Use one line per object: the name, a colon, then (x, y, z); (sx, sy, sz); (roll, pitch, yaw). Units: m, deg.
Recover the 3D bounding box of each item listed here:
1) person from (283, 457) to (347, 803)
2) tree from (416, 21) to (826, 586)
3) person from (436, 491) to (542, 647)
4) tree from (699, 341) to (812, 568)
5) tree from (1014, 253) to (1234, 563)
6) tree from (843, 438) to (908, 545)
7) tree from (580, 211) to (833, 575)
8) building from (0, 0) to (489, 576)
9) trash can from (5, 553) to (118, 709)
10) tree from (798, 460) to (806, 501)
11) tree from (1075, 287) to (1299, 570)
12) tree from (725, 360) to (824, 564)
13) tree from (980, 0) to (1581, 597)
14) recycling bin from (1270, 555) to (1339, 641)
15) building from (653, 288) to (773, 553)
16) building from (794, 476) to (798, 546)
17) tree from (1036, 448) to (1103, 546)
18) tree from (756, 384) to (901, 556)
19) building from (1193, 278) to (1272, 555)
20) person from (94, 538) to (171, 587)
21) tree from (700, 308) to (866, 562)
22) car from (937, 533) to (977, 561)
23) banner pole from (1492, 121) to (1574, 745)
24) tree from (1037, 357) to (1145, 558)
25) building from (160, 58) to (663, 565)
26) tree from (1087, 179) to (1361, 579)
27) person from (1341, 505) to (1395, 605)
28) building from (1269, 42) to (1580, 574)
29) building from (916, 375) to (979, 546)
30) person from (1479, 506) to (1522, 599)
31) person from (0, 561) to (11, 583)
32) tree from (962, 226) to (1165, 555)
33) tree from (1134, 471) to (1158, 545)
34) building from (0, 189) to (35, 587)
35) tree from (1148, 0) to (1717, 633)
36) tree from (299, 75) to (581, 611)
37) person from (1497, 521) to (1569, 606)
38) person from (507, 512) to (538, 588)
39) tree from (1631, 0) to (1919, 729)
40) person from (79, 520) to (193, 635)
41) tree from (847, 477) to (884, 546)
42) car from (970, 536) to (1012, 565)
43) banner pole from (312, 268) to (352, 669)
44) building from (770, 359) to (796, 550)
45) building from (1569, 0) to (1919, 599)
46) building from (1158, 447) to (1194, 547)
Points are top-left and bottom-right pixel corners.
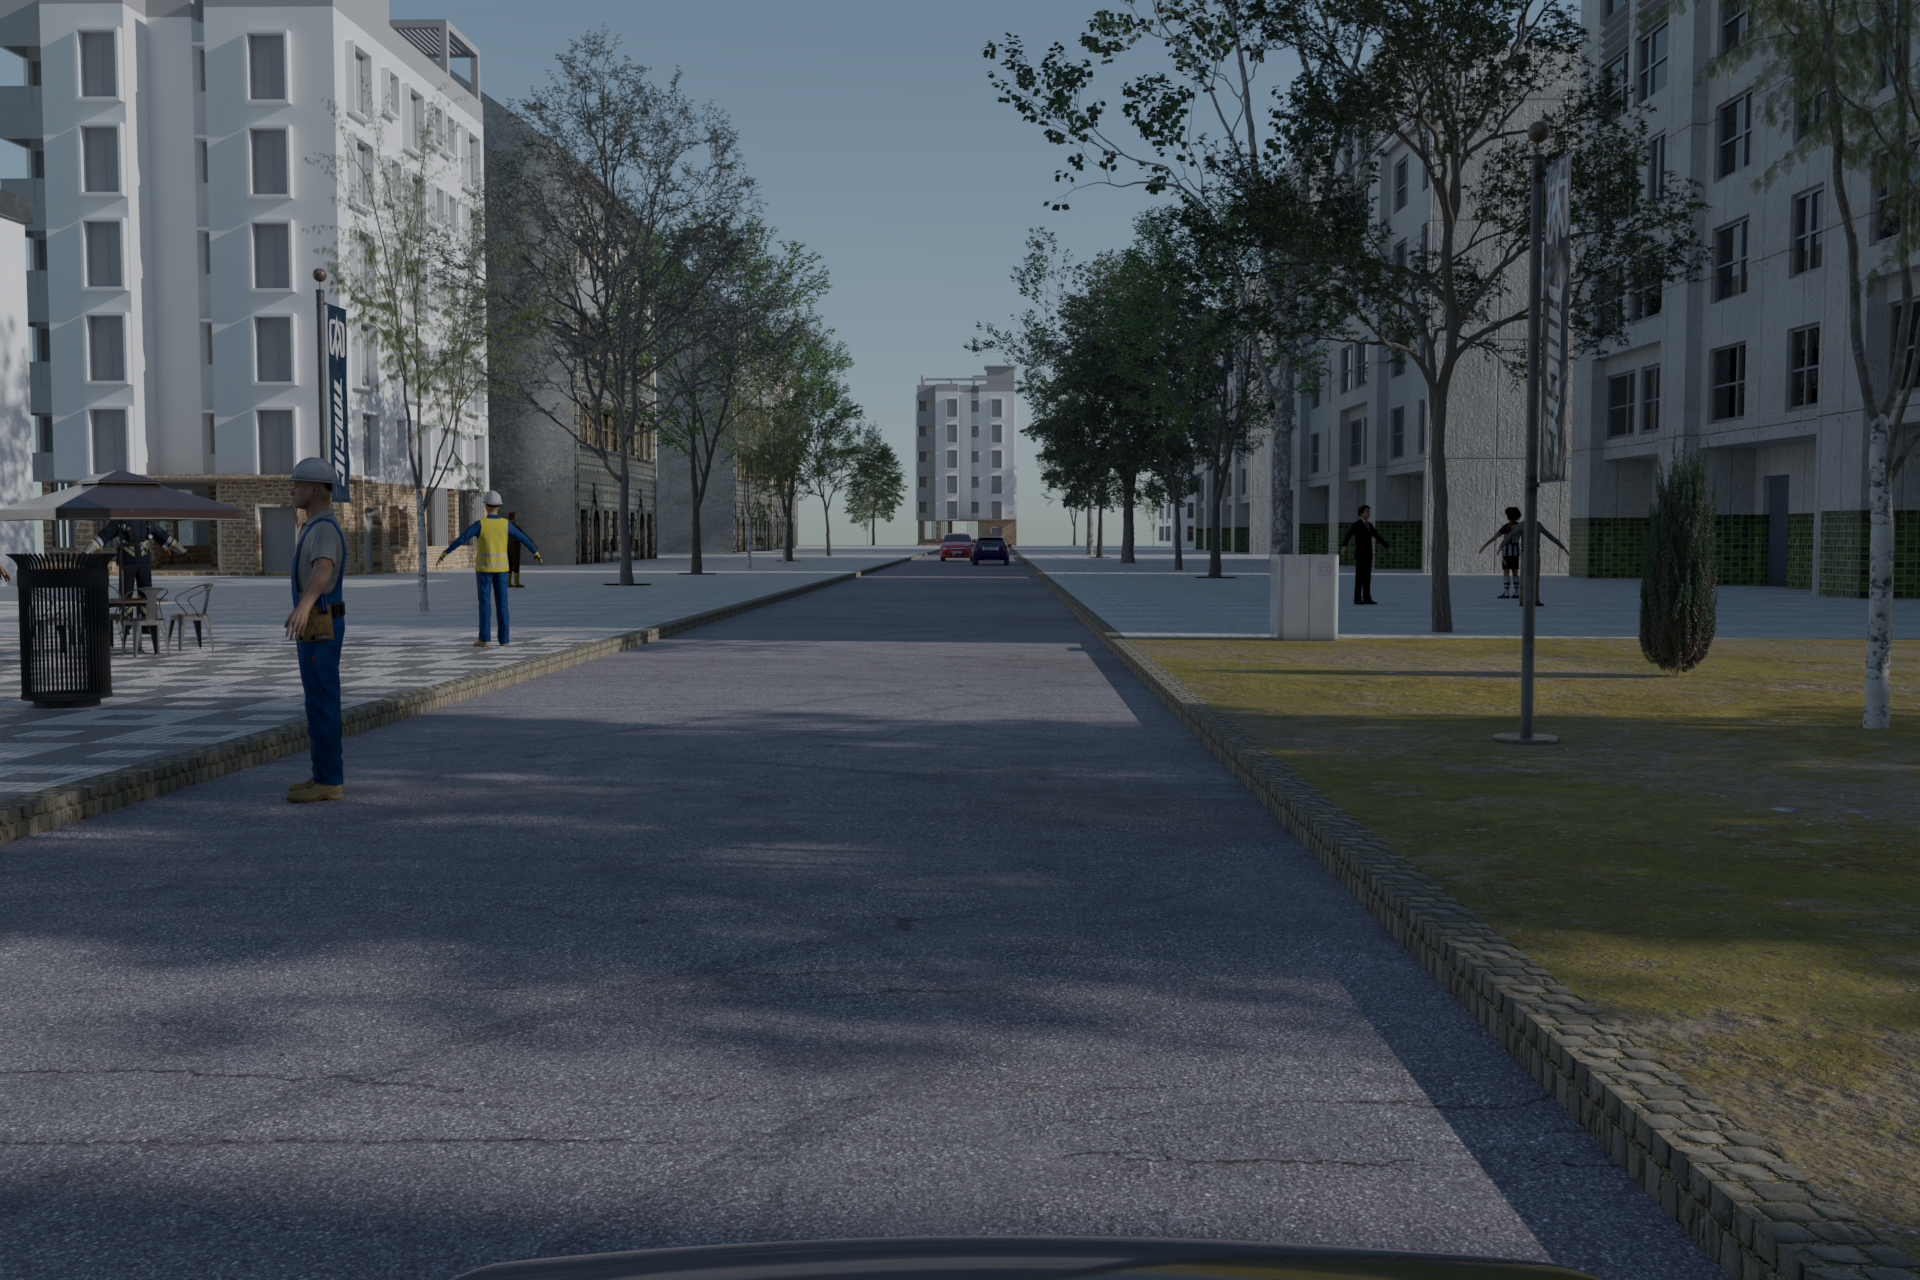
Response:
person: (-3.507, -0.066, 9.396); (0.705, 1.847, 1.347); (-1, 4, -19)
tree: (-8.449, -8.097, 42.755); (12.009, 13.543, 11.850); (0, 3, 0)
person: (-5.366, -0.816, 19.805); (1.216, 1.772, 0.721); (-2, 4, -31)
tree: (-8.099, -6.978, 64.450); (4.360, 8.622, 3.978); (0, 3, 0)
tree: (7.333, -10.380, 76.369); (9.857, 13.997, 8.962); (0, 3, 0)
tree: (-9.598, -17.239, 199.988); (7.486, 12.596, 7.792); (0, 3, 0)
tree: (-8.188, -7.878, 54.567); (9.928, 11.665, 9.643); (0, 3, 0)
building: (-23.553, -12.119, 54.559); (16.016, 20.090, 11.380); (0, 4, 0)
trash can: (-6.670, -0.077, 12.908); (0.748, 1.137, 0.748); (0, 3, 0)
tree: (-21.260, -16.551, 196.366); (9.928, 11.665, 9.643); (0, 3, 0)
tree: (7.904, -7.779, 61.593); (8.767, 10.594, 7.601); (1, 4, 17)
tree: (-7.599, -7.528, 73.442); (4.737, 8.622, 4.395); (0, 3, 0)
tree: (6.819, -11.005, 35.828); (12.611, 20.169, 13.585); (0, 3, 0)
recycling bin: (4.187, -0.523, 21.101); (0.722, 1.027, 0.722); (0, 4, 2)
building: (-24.120, -18.012, 125.425); (19.493, 23.208, 18.063); (0, 4, 2)
building: (-26.129, -18.689, 172.021); (16.747, 18.905, 31.486); (0, 4, 1)
tree: (12.569, -16.281, 191.945); (9.928, 11.665, 9.643); (0, 3, 0)
tree: (-7.649, -10.182, 100.881); (8.767, 10.594, 7.601); (-1, 4, -9)
building: (27.625, -16.019, 128.374); (16.747, 18.905, 31.486); (0, 4, 1)
person: (-14.591, -1.457, 30.548); (1.216, 1.740, 0.721); (-2, 4, -25)
tree: (-8.112, -9.476, 80.696); (9.928, 11.665, 9.643); (0, 3, 0)
car: (-0.131, -5.079, 92.085); (2.155, 1.783, 4.494); (0, 4, 1)
banner pole: (3.504, -1.246, 10.384); (0.401, 3.779, 0.863); (0, 4, 1)
tree: (7.662, -10.208, 92.660); (9.928, 11.665, 9.643); (0, 3, 0)
building: (-25.013, -15.241, 80.112); (19.493, 23.208, 18.063); (0, 4, 0)
tree: (7.583, -7.596, 49.955); (9.928, 11.665, 9.643); (0, 3, 0)
person: (7.366, -1.548, 31.499); (1.347, 1.806, 0.705); (-2, 4, -35)
building: (23.709, -12.516, 71.088); (16.747, 18.905, 31.486); (0, 4, 1)
building: (-4.712, -20.822, 199.311); (11.380, 20.090, 16.016); (0, 4, 7)
person: (10.928, -1.728, 34.393); (1.345, 1.843, 0.704); (-1, 4, -21)
person: (-7.816, -0.427, 13.160); (0.705, 1.806, 1.347); (1, 4, 14)
tree: (7.036, -15.389, 107.497); (12.611, 20.169, 13.585); (0, 3, 0)
tree: (22.031, -14.958, 194.933); (4.360, 8.622, 3.978); (0, 3, 0)
building: (-24.217, -5.359, 29.765); (9.099, 9.664, 28.070); (0, 4, 1)
tree: (5.973, -5.377, 22.321); (7.601, 10.594, 8.767); (-1, 4, -11)
tree: (-9.152, -4.793, 28.730); (4.360, 8.622, 3.978); (0, 3, 0)
person: (10.148, -1.499, 30.775); (1.348, 1.796, 0.705); (0, 4, -8)
person: (-10.704, -2.166, 41.552); (1.346, 1.812, 0.704); (2, 4, 28)
tree: (6.100, -3.736, 11.441); (4.360, 8.622, 3.978); (0, 3, 0)
person: (-10.527, -0.998, 22.101); (1.354, 1.856, 0.705); (-3, 4, -37)
tree: (-10.069, -14.834, 192.896); (4.360, 8.622, 3.978); (0, 3, 0)
car: (1.449, -4.175, 80.835); (1.945, 1.354, 3.894); (0, 4, 2)
banner pole: (-6.019, -1.629, 16.645); (0.401, 3.779, 0.863); (0, 4, 2)
building: (-24.055, -19.252, 145.700); (19.493, 23.208, 18.063); (0, 4, 0)
building: (26.127, -10.312, 35.062); (16.747, 18.905, 31.486); (0, 4, 1)
building: (24.829, -13.709, 166.284); (9.099, 9.664, 28.070); (0, 4, 1)
